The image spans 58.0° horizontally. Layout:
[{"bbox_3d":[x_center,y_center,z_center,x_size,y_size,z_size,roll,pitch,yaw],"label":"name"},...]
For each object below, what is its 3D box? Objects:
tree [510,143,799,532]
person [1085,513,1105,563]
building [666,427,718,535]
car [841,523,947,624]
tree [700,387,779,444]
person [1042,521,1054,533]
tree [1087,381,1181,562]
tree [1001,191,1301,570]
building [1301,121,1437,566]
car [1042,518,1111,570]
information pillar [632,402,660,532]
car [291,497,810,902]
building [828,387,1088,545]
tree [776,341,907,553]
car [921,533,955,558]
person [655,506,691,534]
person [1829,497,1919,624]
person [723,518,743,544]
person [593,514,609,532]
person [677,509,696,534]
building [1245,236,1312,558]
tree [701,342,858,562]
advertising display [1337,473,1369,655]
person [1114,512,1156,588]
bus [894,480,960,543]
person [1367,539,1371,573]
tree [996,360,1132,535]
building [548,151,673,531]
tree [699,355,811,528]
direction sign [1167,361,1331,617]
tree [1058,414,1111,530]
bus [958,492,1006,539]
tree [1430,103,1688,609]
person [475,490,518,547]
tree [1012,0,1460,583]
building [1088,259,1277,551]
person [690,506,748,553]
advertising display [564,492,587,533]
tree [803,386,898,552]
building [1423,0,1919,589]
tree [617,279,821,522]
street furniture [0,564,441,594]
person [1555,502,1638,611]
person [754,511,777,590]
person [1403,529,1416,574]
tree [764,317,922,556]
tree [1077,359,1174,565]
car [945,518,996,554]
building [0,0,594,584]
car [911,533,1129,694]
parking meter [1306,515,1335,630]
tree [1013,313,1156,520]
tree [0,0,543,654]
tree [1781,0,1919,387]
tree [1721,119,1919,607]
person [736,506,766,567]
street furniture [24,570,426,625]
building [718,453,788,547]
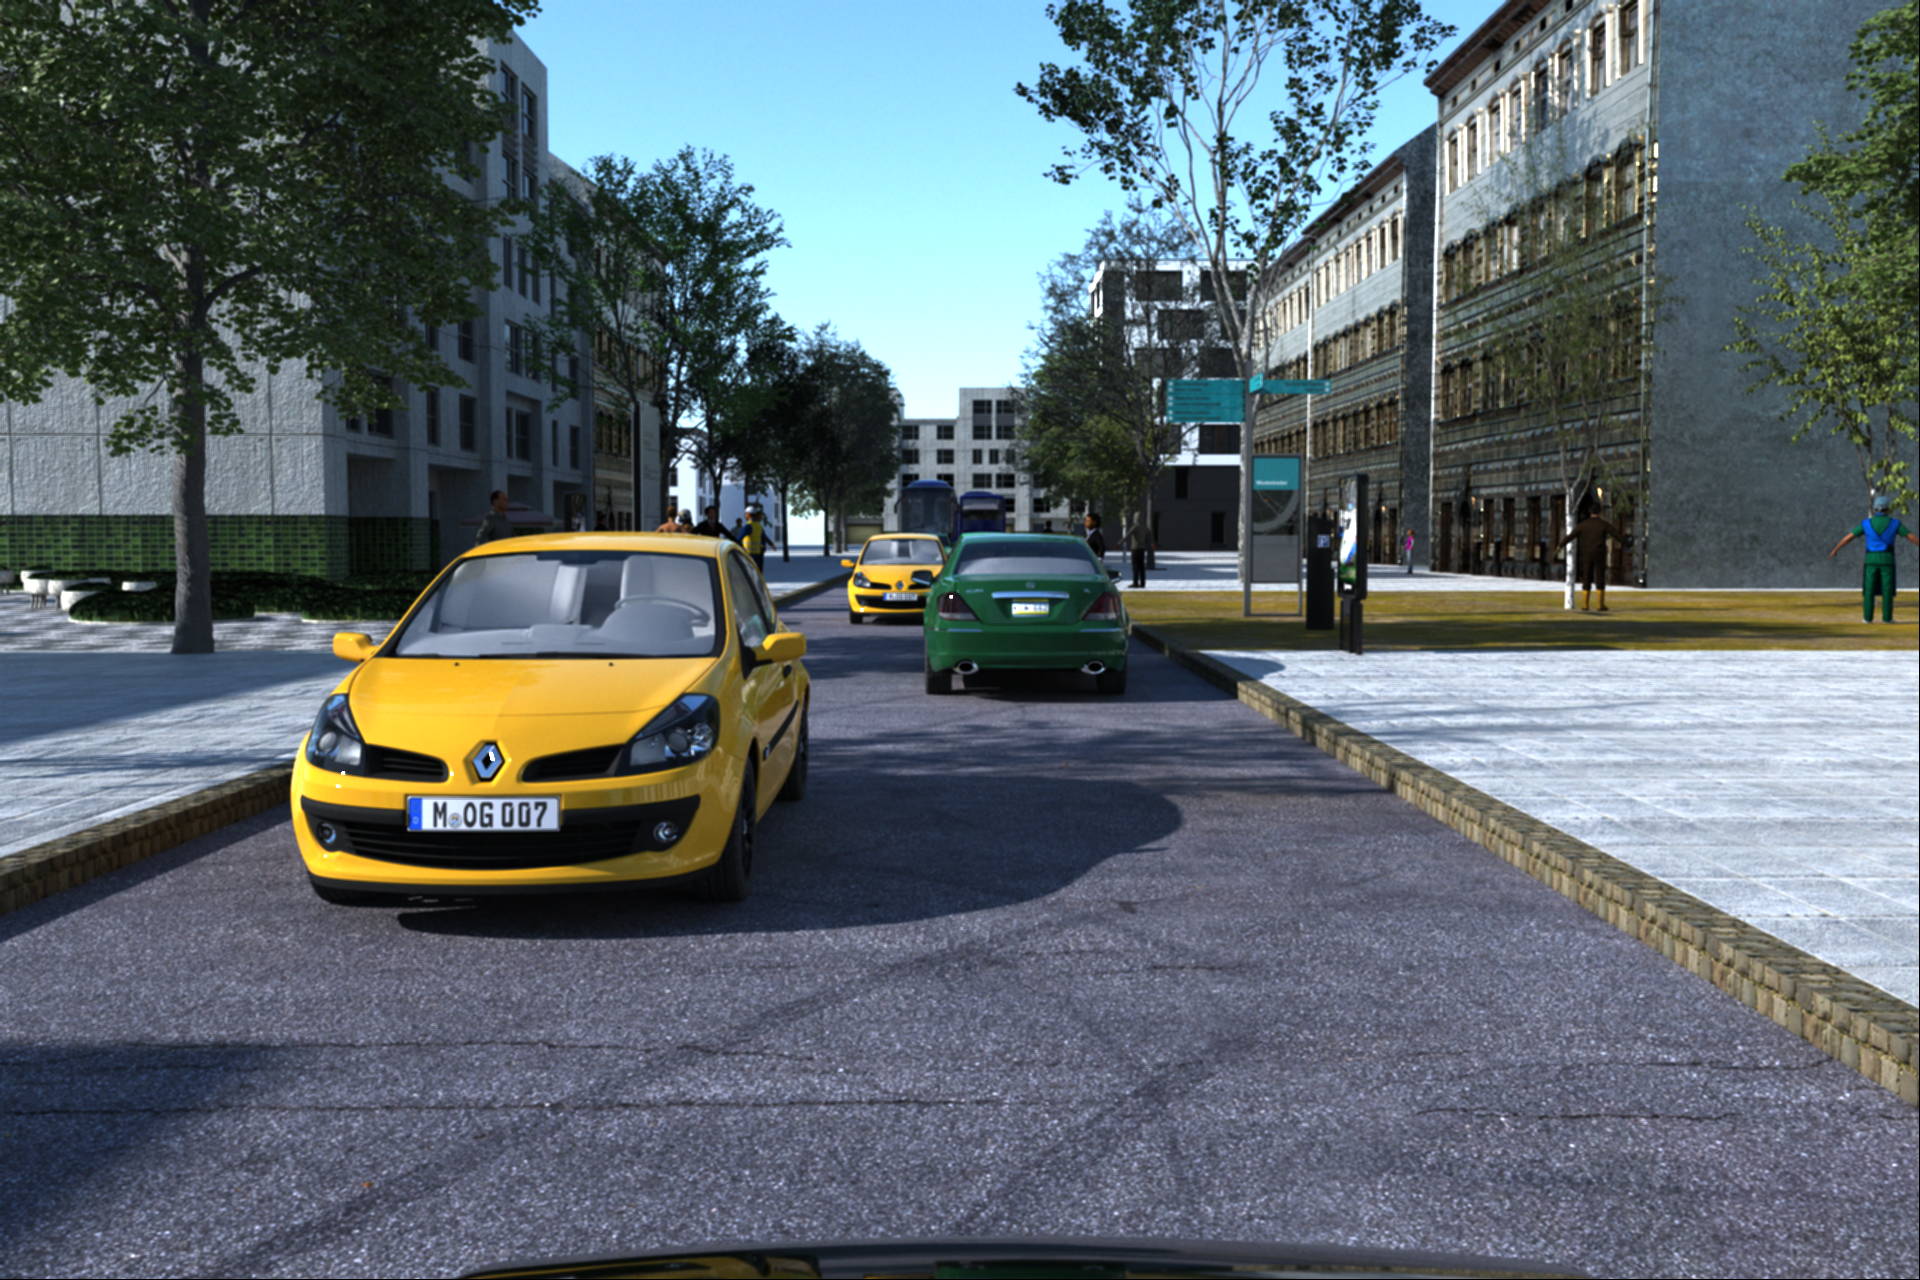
[{"bbox_3d":[-8.263,-7.431,47.257,9.928,11.665,9.643,0,3,0],"label":"tree"},{"bbox_3d":[1.872,-1.002,25.558,0.721,1.740,1.216,-1,4,-16],"label":"person"},{"bbox_3d":[-25.409,-12.725,150.202,9.099,9.664,28.070,0,4,-1],"label":"building"},{"bbox_3d":[-0.929,-1.140,28.856,2.015,1.641,3.980,0,3,0],"label":"car"},{"bbox_3d":[-26.622,-21.899,213.938,12.611,20.169,13.585,0,3,0],"label":"tree"},{"bbox_3d":[3.089,-3.182,58.752,0.721,1.740,1.216,-3,4,-36],"label":"person"},{"bbox_3d":[7.694,-7.827,78.328,4.737,8.622,4.395,0,3,0],"label":"tree"},{"bbox_3d":[6.813,-9.255,61.697,12.009,13.543,11.850,0,3,0],"label":"tree"},{"bbox_3d":[26.826,-15.100,77.816,19.493,23.208,18.063,0,4,0],"label":"building"},{"bbox_3d":[0.993,-0.740,22.324,2.015,1.641,3.980,0,4,0],"label":"car"},{"bbox_3d":[-5.745,-2.475,31.776,0.184,3.620,1.656,0,4,2],"label":"information pillar"},{"bbox_3d":[-1.667,0.138,7.968,2.015,1.641,3.980,0,4,0],"label":"car"},{"bbox_3d":[0.008,-21.192,215.399,31.486,18.905,16.747,0,4,1],"label":"building"},{"bbox_3d":[-8.063,-12.724,114.692,9.857,13.997,8.962,0,3,0],"label":"tree"},{"bbox_3d":[-1.126,-3.667,68.755,1.959,1.807,4.718,0,3,0],"label":"car"},{"bbox_3d":[-4.702,-1.328,28.523,1.217,1.733,0.721,1,4,8],"label":"person"},{"bbox_3d":[13.190,-1.143,24.820,1.347,1.817,0.704,2,4,35],"label":"person"},{"bbox_3d":[-7.276,-3.117,57.148,1.347,1.806,0.705,-1,4,-13],"label":"person"},{"bbox_3d":[-9.748,-2.532,47.340,1.347,1.837,0.705,3,5,44],"label":"person"},{"bbox_3d":[-6.296,-2.068,39.584,0.705,1.858,1.354,0,4,-2],"label":"person"},{"bbox_3d":[27.173,-16.278,97.069,19.493,23.208,18.063,0,4,0],"label":"building"},{"bbox_3d":[-8.328,-8.872,79.463,7.601,10.594,8.767,-2,4,-24],"label":"tree"},{"bbox_3d":[4.247,-0.829,18.761,0.123,1.923,0.974,0,4,1],"label":"advertising display"},{"bbox_3d":[4.230,-2.150,41.286,1.348,1.813,0.705,-3,5,-40],"label":"person"},{"bbox_3d":[-1.399,-5.538,82.086,2.896,3.916,12.251,0,4,0],"label":"bus"},{"bbox_3d":[13.217,-3.073,56.706,0.721,1.772,1.216,0,4,-4],"label":"person"},{"bbox_3d":[7.367,-12.478,114.389,12.009,13.543,11.850,0,3,0],"label":"tree"},{"bbox_3d":[-25.290,-15.542,85.036,19.493,23.208,18.063,0,4,1],"label":"building"},{"bbox_3d":[-8.347,-7.334,70.273,4.737,8.622,4.395,0,3,0],"label":"tree"},{"bbox_3d":[4.449,-2.290,26.211,2.525,3.948,1.411,0,4,0],"label":"direction sign"},{"bbox_3d":[7.428,-9.108,99.274,4.737,8.622,4.395,0,3,0],"label":"tree"},{"bbox_3d":[1.099,-6.601,99.475,2.896,3.916,12.251,0,4,-1],"label":"bus"},{"bbox_3d":[10.663,-4.849,29.649,4.360,8.622,3.978,0,3,0],"label":"tree"},{"bbox_3d":[-5.430,-0.872,20.529,0.705,1.796,1.348,1,4,14],"label":"person"},{"bbox_3d":[6.095,-11.560,44.890,12.611,20.169,13.585,0,3,0],"label":"tree"},{"bbox_3d":[24.539,-18.419,145.121,27.936,21.610,32.646,0,3,0],"label":"building"},{"bbox_3d":[-4.589,-1.579,32.010,1.347,1.806,0.705,-2,4,-27],"label":"person"},{"bbox_3d":[-5.969,-1.329,26.938,0.123,1.923,0.974,0,4,1],"label":"advertising display"},{"bbox_3d":[-8.324,-12.675,125.365,7.486,12.596,7.792,0,3,0],"label":"tree"},{"bbox_3d":[25.228,-13.340,49.036,19.493,23.208,18.063,0,4,0],"label":"building"},{"bbox_3d":[-8.169,-7.669,59.796,8.767,10.594,7.601,3,4,39],"label":"tree"},{"bbox_3d":[-16.738,-1.407,38.625,10.072,0.657,5.734,0,4,2],"label":"street furniture"},{"bbox_3d":[10.625,-1.397,28.984,1.346,1.812,0.704,2,4,32],"label":"person"},{"bbox_3d":[-4.558,-2.016,39.188,0.704,1.802,1.346,-2,4,-33],"label":"person"},{"bbox_3d":[14.409,-2.840,55.693,0.599,1.433,0.991,0,4,2],"label":"person"},{"bbox_3d":[-7.745,-11.545,99.131,12.009,13.543,11.850,0,3,0],"label":"tree"},{"bbox_3d":[7.076,-7.403,71.405,4.737,8.622,4.395,0,3,0],"label":"tree"},{"bbox_3d":[0.635,-1.935,40.426,1.959,1.807,4.718,0,4,-1],"label":"car"},{"bbox_3d":[-24.003,-11.701,57.770,16.747,18.905,31.486,0,3,0],"label":"building"},{"bbox_3d":[0.574,-0.313,16.918,2.131,1.459,4.920,0,4,-1],"label":"car"},{"bbox_3d":[4.842,-0.908,23.252,0.372,1.533,0.369,0,3,0],"label":"parking meter"},{"bbox_3d":[6.479,-10.492,89.672,7.486,12.596,7.792,0,3,0],"label":"tree"},{"bbox_3d":[-8.141,-6.154,18.739,7.486,12.596,7.792,0,3,0],"label":"tree"},{"bbox_3d":[13.749,-6.227,19.939,7.486,12.596,7.792,0,3,0],"label":"tree"},{"bbox_3d":[15.764,-4.875,30.064,4.737,8.622,4.395,0,3,0],"label":"tree"},{"bbox_3d":[-4.191,-1.750,34.575,0.705,1.833,1.349,2,4,25],"label":"person"},{"bbox_3d":[-11.798,-0.778,28.343,5.734,0.657,10.072,-3,4,-38],"label":"street furniture"},{"bbox_3d":[-22.277,-14.523,179.603,9.099,9.664,28.070,0,4,0],"label":"building"}]
